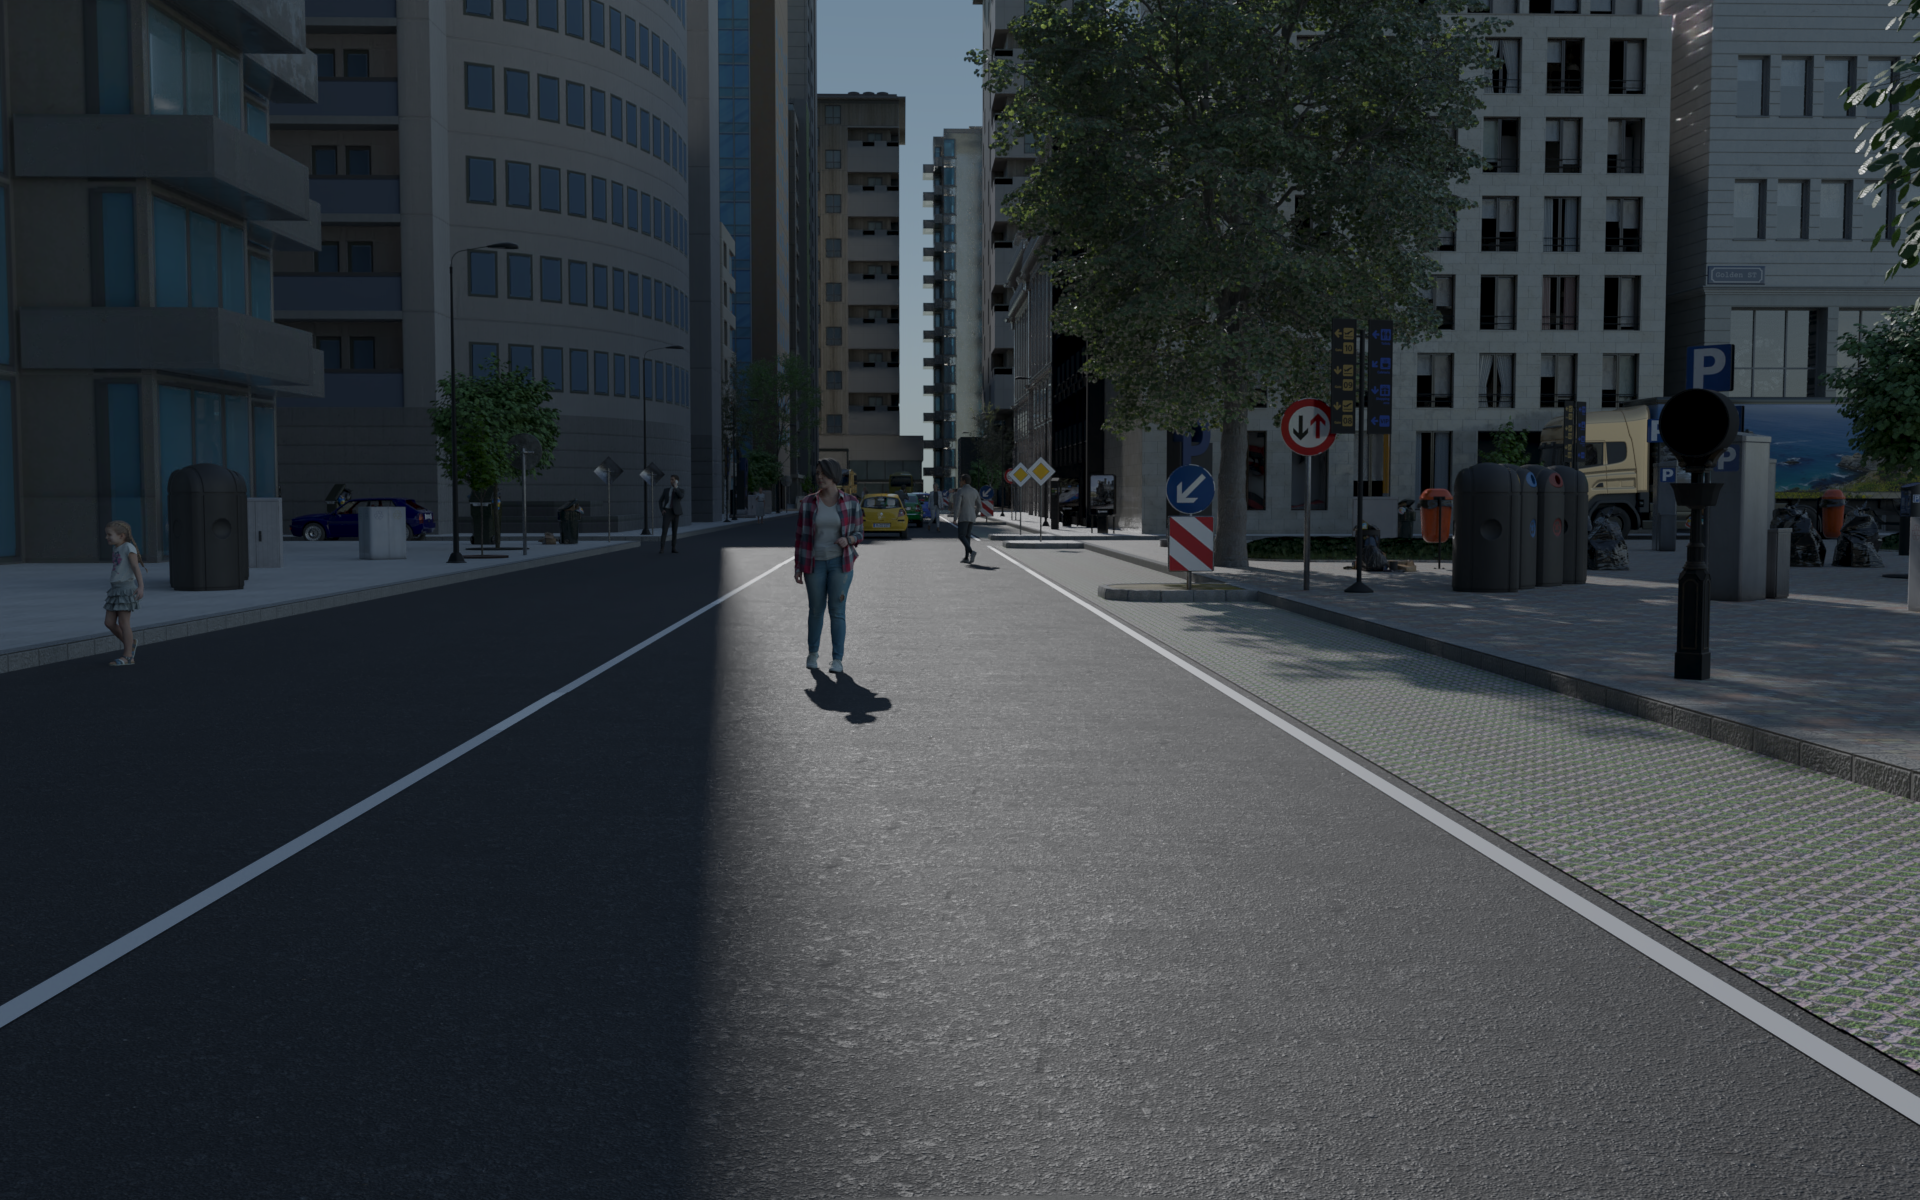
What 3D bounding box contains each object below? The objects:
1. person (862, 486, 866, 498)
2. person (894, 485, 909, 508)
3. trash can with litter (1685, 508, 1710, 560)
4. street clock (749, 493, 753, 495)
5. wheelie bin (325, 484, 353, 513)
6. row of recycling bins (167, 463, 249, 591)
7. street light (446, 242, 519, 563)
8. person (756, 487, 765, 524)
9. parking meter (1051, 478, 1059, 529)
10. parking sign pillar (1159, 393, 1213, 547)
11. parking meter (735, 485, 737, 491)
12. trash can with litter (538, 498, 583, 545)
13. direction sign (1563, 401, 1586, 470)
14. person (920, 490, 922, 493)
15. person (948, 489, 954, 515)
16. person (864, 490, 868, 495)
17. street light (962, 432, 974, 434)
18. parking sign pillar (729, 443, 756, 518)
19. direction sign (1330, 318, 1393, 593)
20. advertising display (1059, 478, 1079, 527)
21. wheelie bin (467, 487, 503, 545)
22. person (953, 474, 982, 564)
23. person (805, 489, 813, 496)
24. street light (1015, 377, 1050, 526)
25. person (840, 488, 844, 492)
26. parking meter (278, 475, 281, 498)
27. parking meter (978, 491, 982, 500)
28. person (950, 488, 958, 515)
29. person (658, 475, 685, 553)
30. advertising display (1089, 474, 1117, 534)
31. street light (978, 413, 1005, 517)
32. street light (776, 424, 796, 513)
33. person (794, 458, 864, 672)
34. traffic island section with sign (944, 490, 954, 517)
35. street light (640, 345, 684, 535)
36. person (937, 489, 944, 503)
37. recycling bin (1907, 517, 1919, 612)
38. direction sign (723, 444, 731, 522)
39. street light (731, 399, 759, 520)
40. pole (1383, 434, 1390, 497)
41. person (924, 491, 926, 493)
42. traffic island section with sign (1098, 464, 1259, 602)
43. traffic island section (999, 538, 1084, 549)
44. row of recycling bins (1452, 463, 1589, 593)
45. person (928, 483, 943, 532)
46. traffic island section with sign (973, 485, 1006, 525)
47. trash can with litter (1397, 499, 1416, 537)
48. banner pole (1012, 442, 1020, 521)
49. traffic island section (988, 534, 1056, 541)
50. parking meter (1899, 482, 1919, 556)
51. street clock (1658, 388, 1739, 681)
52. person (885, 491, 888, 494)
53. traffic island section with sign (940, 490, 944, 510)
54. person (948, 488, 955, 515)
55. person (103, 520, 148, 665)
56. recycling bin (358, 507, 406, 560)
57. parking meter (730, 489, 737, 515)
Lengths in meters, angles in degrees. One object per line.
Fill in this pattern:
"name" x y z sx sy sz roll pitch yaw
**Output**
"person" -5.036 -5.022 90.496 0.818 1.842 0.514 -1 4 -15
"person" -2.355 -3.693 69.054 0.592 1.802 0.473 3 5 39
"trash can with litter" 10.914 -0.856 25.382 0.624 1.170 1.055 1 4 18
"street clock" -13.893 -6.780 115.420 0.471 2.002 0.358 -1 4 -17
"wheelie bin" -19.093 -2.778 53.336 0.980 1.594 0.693 3 5 42
"row of recycling bins" -10.599 -1.059 24.431 1.069 1.692 3.534 -1 4 -21
"street light" -8.840 -3.642 32.090 1.470 5.913 1.316 0 4 -2
"person" -9.505 -4.498 82.606 0.480 1.755 0.524 -2 4 -26
"parking meter" 3.448 -3.495 62.855 0.255 1.863 0.399 1 4 12
"parking sign pillar" 5.583 -3.279 42.085 1.447 3.967 1.447 -3 5 -45
"parking meter" -13.728 -6.160 106.421 0.399 1.863 0.255 1 4 13
"trash can with litter" -10.172 -2.002 44.122 1.055 1.170 0.624 -2 4 -33
"direction sign" 14.990 -3.076 42.294 0.876 3.537 0.379 -3 4 -36
"person" -3.897 -10.197 175.088 0.709 1.838 0.599 1 4 14
"person" -0.538 -6.283 111.711 0.515 1.767 0.782 0 4 8
"person" -4.208 -4.128 77.804 0.330 1.601 0.589 0 4 3
"street light" 0.846 -9.590 129.332 1.470 5.913 1.316 0 4 -2
"parking sign pillar" -11.649 -6.372 92.662 1.447 3.967 1.447 0 4 1
"direction sign" 5.208 -1.866 22.510 0.876 3.537 0.379 -1 4 -16
"advertising display" 4.213 -3.854 68.227 0.974 1.923 0.123 0 4 -8
"wheelie bin" -12.071 -2.211 44.056 0.980 1.594 0.693 1 4 12
"person" 0.186 -1.675 35.734 0.661 1.843 0.795 -3 4 -36
"person" -8.952 -5.732 102.793 0.524 1.755 0.480 0 4 2
"street light" 2.870 -5.878 68.651 1.470 5.913 1.316 0 4 -2
"person" -6.828 -5.621 100.748 0.721 1.781 0.623 1 4 11
"parking meter" -17.712 -2.380 44.629 0.399 1.863 0.255 -1 4 -12
"parking meter" 1.399 -7.108 124.618 0.372 1.533 0.369 0 3 0
"person" -0.270 -6.119 108.812 0.850 1.792 0.678 -2 4 -31
"person" -6.989 -2.088 42.008 0.648 1.900 0.474 -1 4 -13
"advertising display" 4.660 -3.135 56.472 0.974 1.923 0.123 3 4 38
"street light" 1.896 -7.734 98.993 1.470 5.913 1.316 0 4 -2
"street light" -11.547 -8.704 114.853 1.470 5.913 1.316 0 4 -2
"person" -1.062 -0.290 14.077 0.563 1.720 0.643 0 4 3
"traffic island section with sign" 0.201 -6.020 107.062 1.989 1.847 2.006 0 4 -2
"street light" -9.313 -4.993 54.179 1.470 5.913 1.316 0 4 -2
"person" -1.508 -6.744 119.043 0.678 1.792 0.850 -2 4 -30
"recycling bin" 10.780 -0.376 18.708 0.722 1.027 0.722 0 4 2
"direction sign" -10.603 -5.305 78.732 0.379 3.537 0.876 0 4 3
"street light" -10.487 -6.849 84.514 1.470 5.913 1.316 0 4 -2
"pole" 13.624 -3.765 55.398 0.158 3.312 0.155 0 3 0
"person" -3.926 -11.677 200.131 1.217 1.735 0.721 3 5 44
"traffic island section with sign" 2.935 -0.928 23.807 1.989 1.847 2.006 0 4 -2
"traffic island section" 2.186 -1.478 46.443 2.009 0.180 2.903 0 4 -2
"row of recycling bins" 7.729 -1.028 23.915 1.069 1.692 3.534 3 4 38
"person" -0.952 -3.494 65.501 0.514 1.842 0.818 -2 4 -28
"traffic island section with sign" 1.092 -4.357 79.869 1.989 1.847 2.006 0 4 -2
"trash can with litter" 10.858 -1.945 43.193 0.624 1.170 1.055 -2 4 -28
"banner pole" 2.633 -5.724 83.612 0.401 3.779 0.863 1 4 18
"traffic island section" 1.923 -1.966 54.424 2.009 0.180 2.903 0 4 -2
"parking meter" 19.832 -1.697 36.161 0.372 1.533 0.369 0 3 0
"street clock" 5.089 -0.453 11.979 0.471 2.002 0.358 3 5 40
"person" -6.888 -9.185 159.195 0.721 1.766 1.217 -2 4 -24
"traffic island section with sign" -2.299 -10.676 183.178 1.989 1.847 2.006 0 4 -2
"person" -0.500 -6.677 117.767 0.767 1.812 0.694 0 4 -7
"person" -6.965 -0.064 14.561 0.505 1.210 0.382 3 4 36
"recycling bin" -11.384 -1.320 34.128 0.722 1.027 0.722 -3 4 -37
"parking meter" -12.529 -5.340 95.719 0.372 1.533 0.369 0 3 0
